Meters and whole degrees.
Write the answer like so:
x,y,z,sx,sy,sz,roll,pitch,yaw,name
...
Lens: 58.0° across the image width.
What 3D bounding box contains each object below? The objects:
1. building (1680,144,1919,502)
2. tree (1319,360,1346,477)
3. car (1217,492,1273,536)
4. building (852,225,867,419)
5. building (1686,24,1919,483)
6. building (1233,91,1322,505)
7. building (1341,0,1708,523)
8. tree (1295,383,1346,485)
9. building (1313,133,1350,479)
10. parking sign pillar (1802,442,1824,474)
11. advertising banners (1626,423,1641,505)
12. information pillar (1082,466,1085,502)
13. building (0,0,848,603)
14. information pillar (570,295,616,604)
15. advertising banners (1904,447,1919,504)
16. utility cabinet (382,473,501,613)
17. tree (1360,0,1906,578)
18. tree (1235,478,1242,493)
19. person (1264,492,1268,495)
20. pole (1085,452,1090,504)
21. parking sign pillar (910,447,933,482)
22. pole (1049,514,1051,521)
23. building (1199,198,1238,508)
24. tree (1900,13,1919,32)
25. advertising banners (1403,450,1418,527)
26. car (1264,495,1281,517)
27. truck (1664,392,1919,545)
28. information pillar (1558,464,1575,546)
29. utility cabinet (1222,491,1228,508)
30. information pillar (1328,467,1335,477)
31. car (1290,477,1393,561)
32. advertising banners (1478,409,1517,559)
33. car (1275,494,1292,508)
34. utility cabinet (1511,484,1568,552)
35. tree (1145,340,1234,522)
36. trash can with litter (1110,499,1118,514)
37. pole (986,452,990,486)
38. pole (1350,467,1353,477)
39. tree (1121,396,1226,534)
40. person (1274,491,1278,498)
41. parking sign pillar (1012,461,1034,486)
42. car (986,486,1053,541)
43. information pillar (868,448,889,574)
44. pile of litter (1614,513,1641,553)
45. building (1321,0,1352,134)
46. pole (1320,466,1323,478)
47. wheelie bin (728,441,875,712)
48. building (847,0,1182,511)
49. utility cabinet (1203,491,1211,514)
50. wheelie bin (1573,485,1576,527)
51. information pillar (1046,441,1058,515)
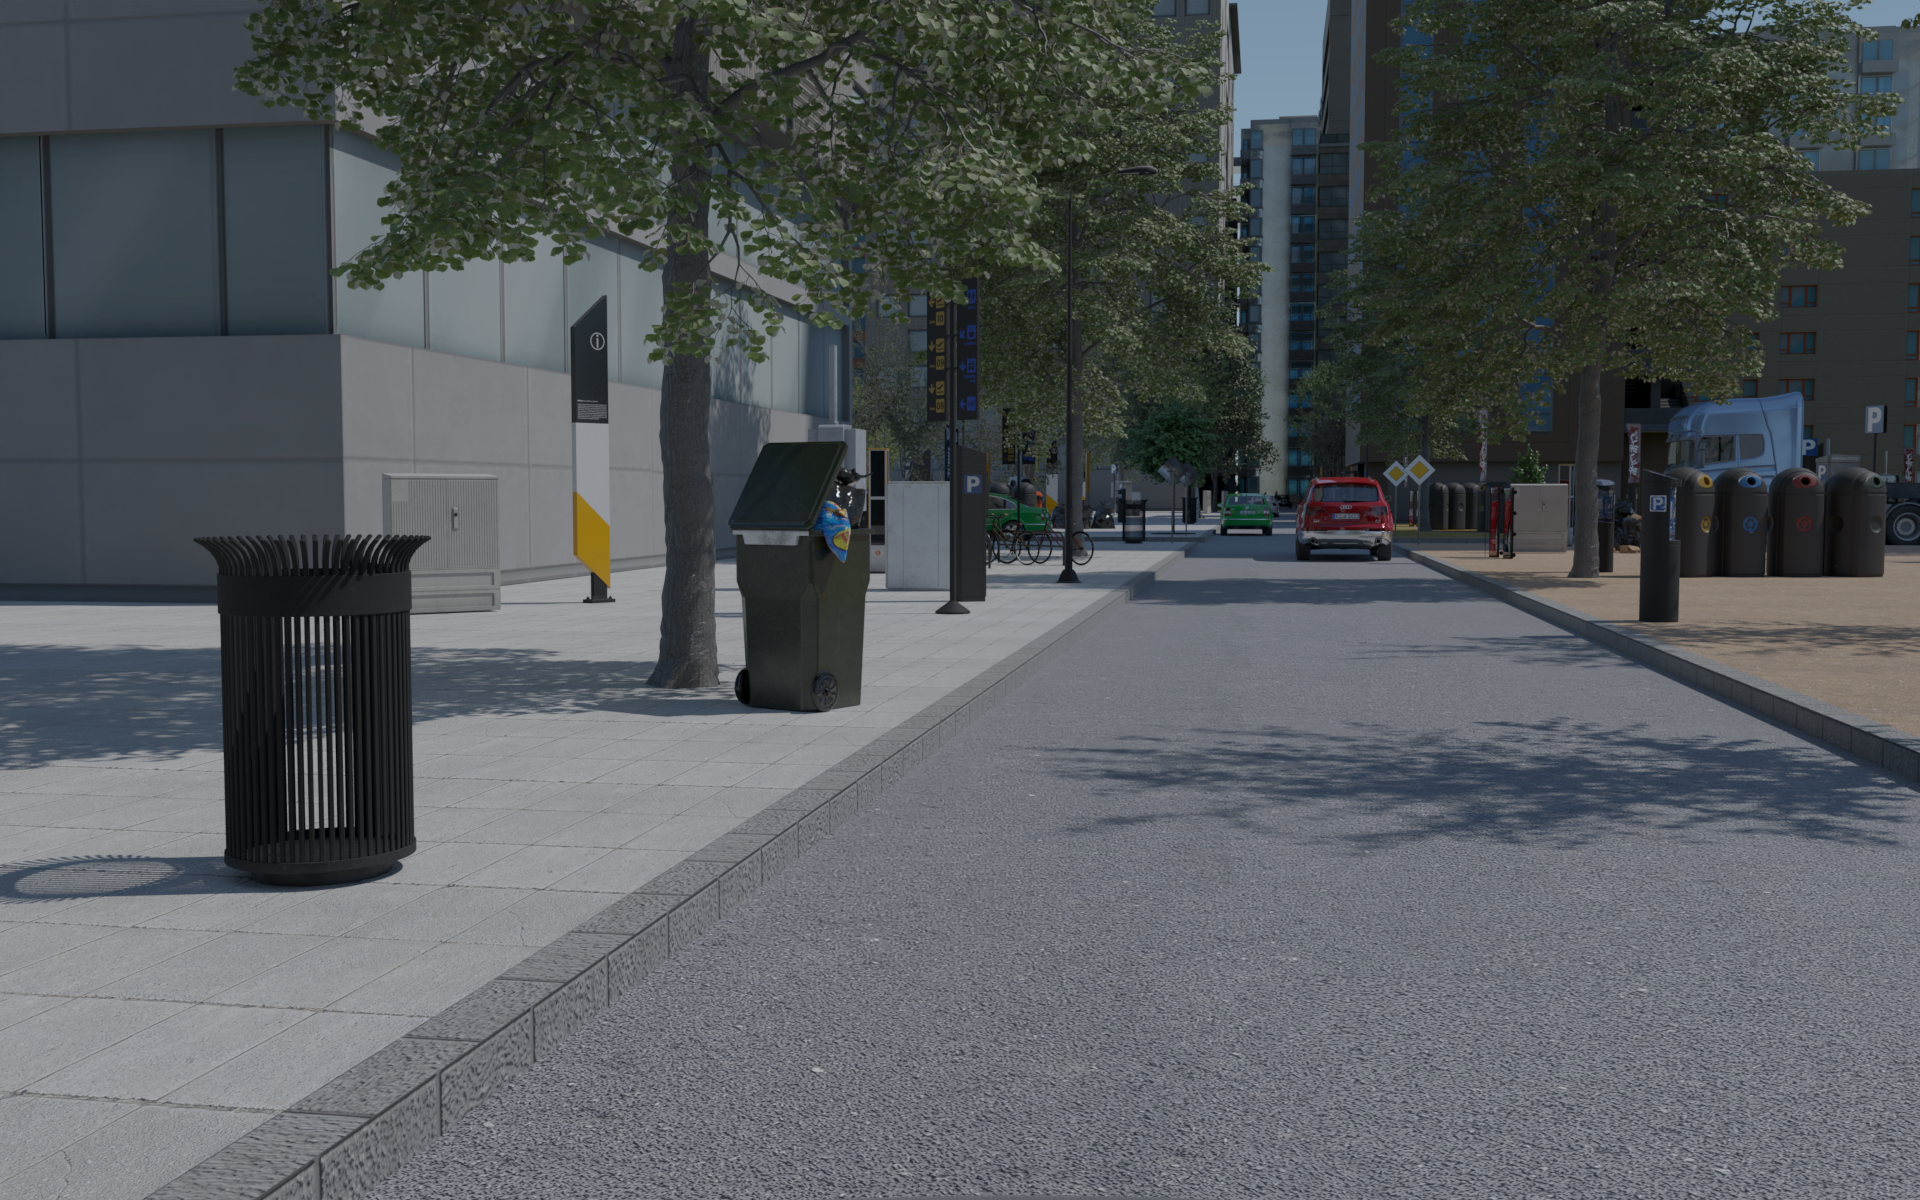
x,y,z,sx,sy,sz,roll,pitch,yaw,name
40.267,-16.124,108.665,27.650,21.520,28.899,1,4,10,building
28.274,-12.532,130.648,9.928,11.665,9.643,0,3,0,tree
10.059,-3.193,61.008,1.959,1.807,4.718,0,4,8,car
-10.716,-33.229,197.925,28.867,44.769,22.147,1,4,10,building
84.285,-34.272,179.952,30.456,49.044,23.786,1,4,10,building
49.297,-36.585,217.775,30.456,49.044,23.786,1,4,10,building
25.578,-26.328,80.577,14.600,45.320,14.200,1,4,10,building
24.765,-10.174,116.701,4.360,8.622,3.978,0,3,0,tree
35.982,-22.576,140.812,14.160,30.474,14.107,1,4,10,building
44.197,-6.218,90.143,1.447,3.967,1.447,2,4,29,parking sign pillar
17.318,-2.875,43.195,2.074,3.025,0.090,-2,4,-27,advertising banners
8.426,-7.677,116.872,0.504,3.616,0.183,1,4,12,information pillar
-16.741,-27.215,34.202,27.495,52.752,28.713,1,4,10,building
-4.318,-1.770,20.297,0.183,3.616,0.504,3,5,41,information pillar
35.391,-4.120,63.545,0.090,3.025,2.074,-1,4,-15,advertising banners
-5.566,-0.609,18.633,1.173,1.500,0.318,-3,4,-36,utility cabinet
10.003,-6.603,26.093,7.486,12.596,7.792,0,3,0,tree
27.252,-10.915,173.059,1.663,3.219,1.824,0,3,0,tree
31.559,-10.320,178.708,0.415,1.643,0.593,-3,5,-45,person
6.227,-5.554,84.646,0.158,3.312,0.155,0,3,0,pole
-2.225,-6.812,99.849,1.447,3.967,1.447,1,4,23,parking sign pillar
3.876,-5.015,75.833,0.158,3.312,0.155,0,3,0,pole
18.902,-23.959,163.424,14.160,30.474,14.107,1,4,10,building
11.048,-4.017,16.042,4.737,8.622,4.395,0,3,0,tree
17.868,-4.417,68.405,0.090,3.025,2.074,0,4,-6,advertising banners
18.920,-5.842,107.881,2.083,1.381,4.827,1,4,12,car
27.873,-3.419,45.660,18.799,4.110,2.967,1,4,8,truck
14.887,-2.329,42.570,0.304,2.012,0.304,2,4,35,information pillar
19.121,-7.112,124.953,0.318,1.500,1.173,0,4,1,utility cabinet
26.558,-8.096,123.720,0.504,3.616,0.183,1,4,21,information pillar
8.578,-1.850,38.915,2.281,1.827,5.304,1,4,10,car
10.836,-2.375,35.021,0.090,3.025,2.074,0,4,-3,advertising banners
32.716,-10.126,175.345,2.009,1.686,4.222,1,4,9,car
12.581,-1.773,37.663,1.173,1.500,0.318,1,4,15,utility cabinet
10.785,-7.936,80.115,4.737,8.622,4.395,0,3,0,tree
10.235,-6.268,113.873,1.055,1.170,0.624,1,4,11,trash can with litter
1.366,-5.505,83.853,0.158,3.312,0.155,0,3,0,pole
27.170,-7.725,120.152,0.158,3.312,0.155,0,3,0,pole
6.936,-4.391,55.512,4.285,4.588,4.351,0,3,0,tree
33.694,-10.751,185.014,0.721,1.736,1.217,-1,4,-23,person
3.668,-6.882,100.995,1.447,3.967,1.447,-2,4,-33,parking sign pillar
0.306,-2.521,50.007,4.718,1.807,1.959,1,4,9,car
-1.309,-1.434,27.941,0.304,2.012,0.304,0,4,4,information pillar
14.741,-1.458,37.796,1.719,0.858,1.176,2,4,30,pile of litter
43.803,-32.616,156.978,21.300,48.544,21.600,1,4,10,building
25.835,-7.948,123.796,0.158,3.312,0.155,0,3,0,pole
-0.960,-0.157,10.481,0.980,1.594,0.693,2,4,34,wheelie bin
8.164,-33.835,142.443,28.713,52.752,27.495,1,4,10,building
15.983,-6.318,111.973,0.318,1.500,1.173,1,4,19,utility cabinet
21.721,-3.233,60.773,0.980,1.594,0.693,3,5,42,wheelie bin
3.845,-4.940,72.121,0.504,3.616,0.183,0,4,0,information pillar
